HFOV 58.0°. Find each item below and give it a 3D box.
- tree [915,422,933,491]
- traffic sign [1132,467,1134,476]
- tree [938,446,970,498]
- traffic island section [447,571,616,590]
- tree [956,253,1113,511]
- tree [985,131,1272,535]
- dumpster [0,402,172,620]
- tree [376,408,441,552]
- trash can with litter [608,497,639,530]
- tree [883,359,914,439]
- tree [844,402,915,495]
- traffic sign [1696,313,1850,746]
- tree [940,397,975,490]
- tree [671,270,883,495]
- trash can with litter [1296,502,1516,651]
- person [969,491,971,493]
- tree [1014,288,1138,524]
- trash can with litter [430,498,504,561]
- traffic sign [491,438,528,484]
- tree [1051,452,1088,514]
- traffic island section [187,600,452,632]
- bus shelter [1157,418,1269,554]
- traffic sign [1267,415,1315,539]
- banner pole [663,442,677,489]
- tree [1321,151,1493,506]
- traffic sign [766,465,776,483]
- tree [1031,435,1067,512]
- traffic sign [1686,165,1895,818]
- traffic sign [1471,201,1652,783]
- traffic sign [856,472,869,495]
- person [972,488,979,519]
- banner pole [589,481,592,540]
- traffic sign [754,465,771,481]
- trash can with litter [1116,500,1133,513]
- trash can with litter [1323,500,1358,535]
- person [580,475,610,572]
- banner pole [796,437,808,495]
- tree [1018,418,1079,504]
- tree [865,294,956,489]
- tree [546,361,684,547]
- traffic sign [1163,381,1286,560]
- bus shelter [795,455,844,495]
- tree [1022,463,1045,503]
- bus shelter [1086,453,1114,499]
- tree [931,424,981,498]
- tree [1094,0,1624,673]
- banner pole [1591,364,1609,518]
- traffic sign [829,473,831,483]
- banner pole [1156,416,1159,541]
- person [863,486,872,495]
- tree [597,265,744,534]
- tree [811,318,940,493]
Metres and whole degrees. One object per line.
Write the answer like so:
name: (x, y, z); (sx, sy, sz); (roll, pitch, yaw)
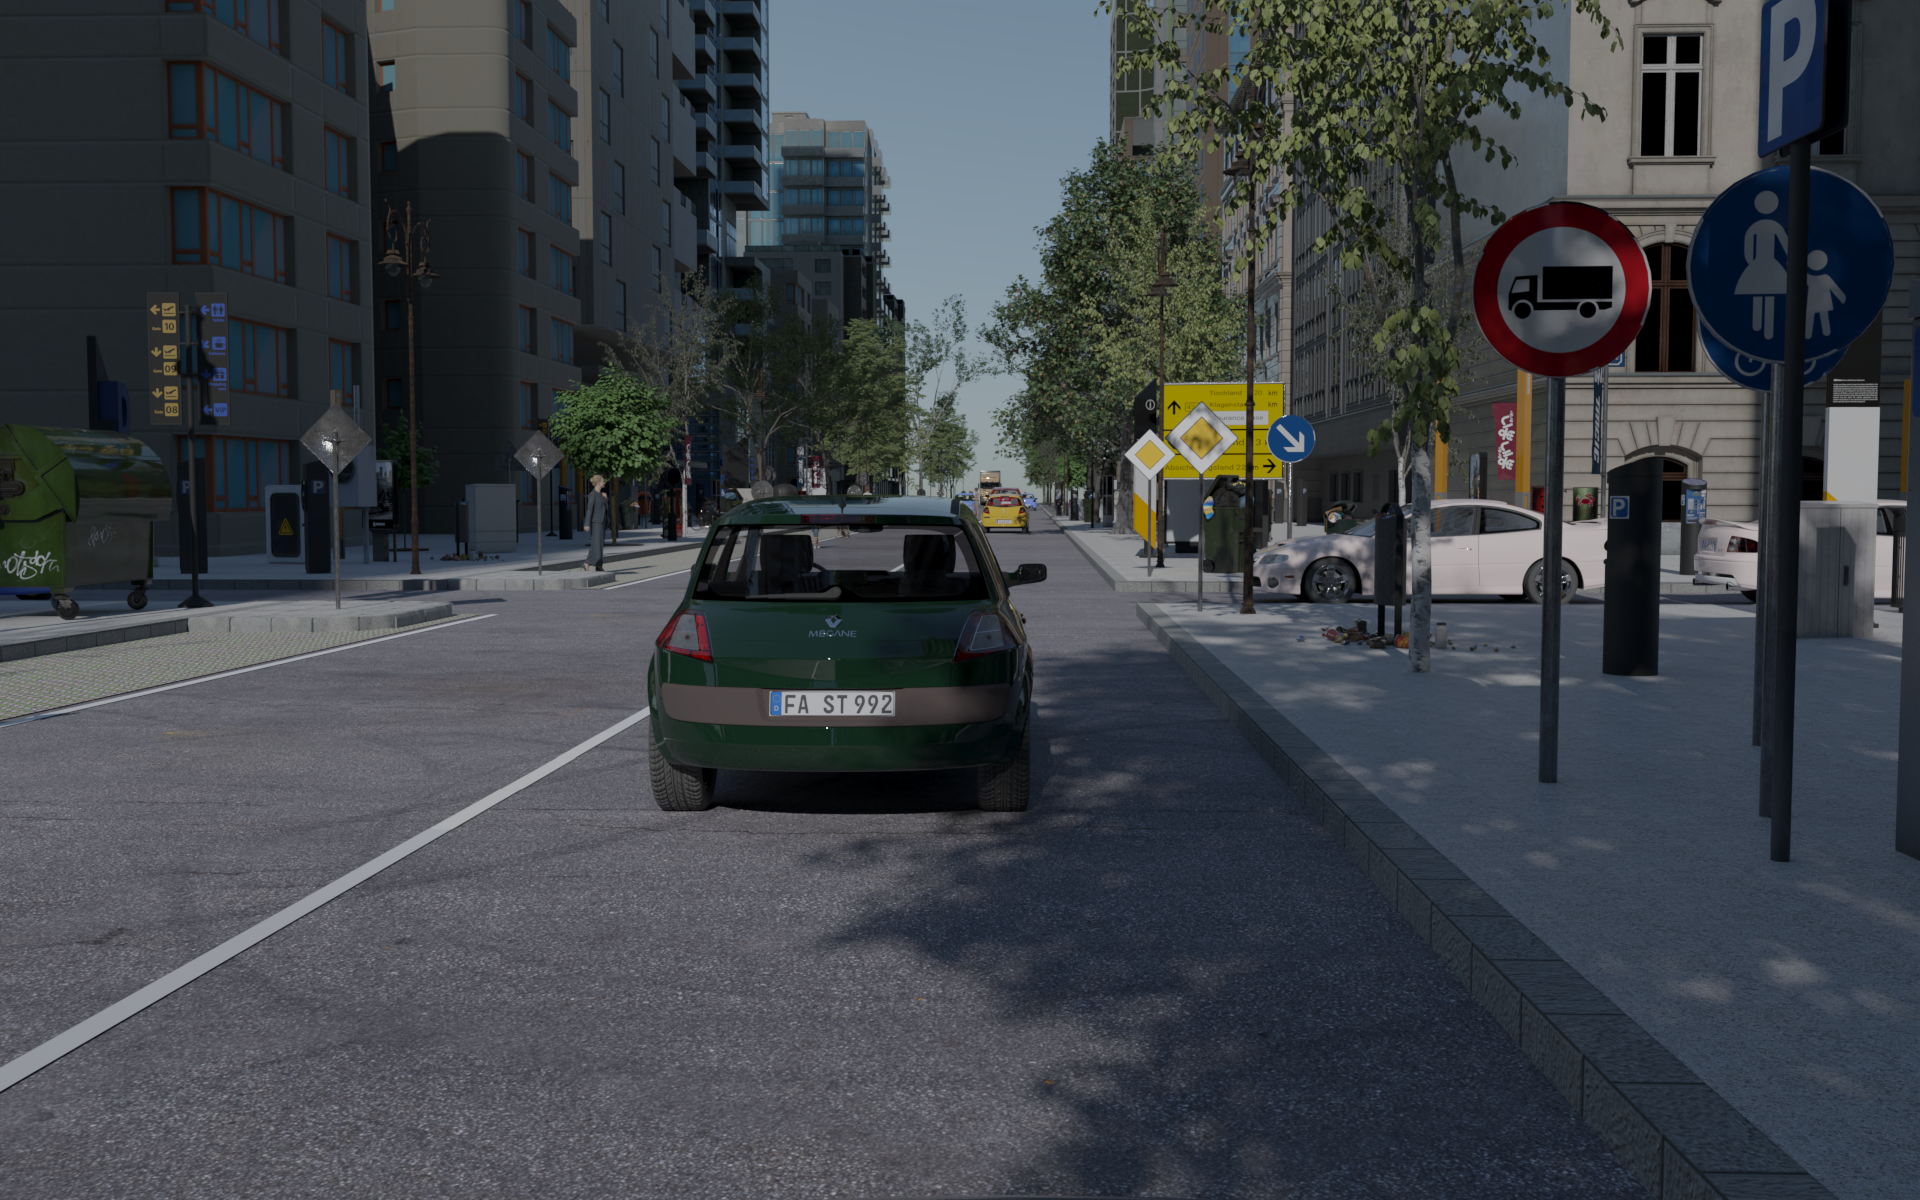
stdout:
tree: (-4.392, -11.160, 132.826); (4.737, 8.622, 4.395); (0, 3, 0)
traffic sign: (7.108, -4.131, 67.654); (0.768, 2.556, 0.104); (1, 4, 9)
tree: (-0.608, -18.497, 252.785); (4.360, 8.622, 3.978); (0, 3, 0)
traffic island section: (-6.629, -0.305, 27.263); (2.009, 0.180, 2.903); (0, 4, 2)
tree: (6.973, -16.888, 132.008); (12.611, 20.169, 13.585); (0, 3, 0)
tree: (5.375, -8.437, 54.945); (9.611, 12.733, 9.660); (0, 3, 0)
dumpster: (-9.535, -0.968, 18.326); (1.502, 2.255, 1.985); (0, 4, 2)
tree: (-12.625, -2.711, 38.927); (1.663, 3.219, 1.824); (0, 3, 0)
trash can with litter: (-11.945, -3.063, 61.463); (0.624, 1.170, 1.055); (2, 4, 34)
tree: (-6.484, -9.248, 85.625); (8.767, 10.594, 7.601); (0, 4, -8)
tree: (-6.118, -10.410, 120.568); (4.737, 8.622, 4.395); (0, 3, 0)
traffic sign: (4.089, -0.530, 8.766); (0.768, 2.556, 0.104); (0, 4, 6)
tree: (-2.101, -17.376, 202.228); (7.486, 12.596, 7.792); (0, 3, 0)
tree: (-8.087, -8.390, 71.587); (8.767, 10.594, 7.601); (0, 4, 3)
trash can with litter: (3.753, -0.249, 15.134); (1.678, 1.210, 2.233); (0, 4, -2)
person: (0.947, -9.393, 162.797); (1.217, 1.735, 0.721); (-1, 4, -14)
tree: (6.106, -8.577, 74.643); (7.601, 10.594, 8.767); (3, 5, 43)
trash can with litter: (-9.557, -1.405, 34.033); (1.678, 1.210, 2.233); (0, 4, 2)
traffic sign: (-10.352, -2.433, 39.791); (0.884, 2.594, 0.081); (1, 4, 8)
tree: (7.572, -7.893, 112.767); (4.285, 4.588, 4.351); (0, 3, 0)
traffic island section: (-6.944, 0.183, 19.284); (2.009, 0.180, 2.903); (0, 4, 2)
bus shelter: (5.108, -2.508, 34.926); (2.014, 3.302, 5.546); (0, 4, 2)
traffic sign: (5.330, -1.704, 27.969); (0.768, 2.556, 0.104); (0, 4, 5)
banner pole: (-13.861, -5.697, 83.164); (0.863, 3.779, 0.401); (1, 4, 15)
tree: (9.521, -5.285, 36.767); (4.360, 8.622, 3.978); (0, 3, 0)
traffic sign: (-8.541, -4.698, 76.916); (0.768, 2.556, 0.104); (0, 4, 6)
tree: (6.944, -10.518, 122.335); (4.360, 8.622, 3.978); (0, 3, 0)
traffic sign: (3.224, -0.410, 6.815); (0.768, 2.556, 0.104); (0, 4, 7)
traffic sign: (2.622, -0.461, 7.644); (0.768, 2.556, 0.104); (0, 4, 5)
traffic sign: (-5.755, -6.239, 102.118); (0.768, 2.556, 0.104); (0, 4, 7)
person: (0.829, -5.121, 92.563); (0.374, 1.781, 0.599); (-1, 4, -12)
banner pole: (-10.258, -3.575, 48.466); (0.401, 3.779, 0.863); (-2, 4, -28)
traffic sign: (-8.728, -4.675, 76.548); (0.768, 2.556, 0.104); (1, 4, 9)
trash can with litter: (6.583, -3.489, 68.425); (0.624, 1.170, 1.055); (1, 4, 19)
trash can with litter: (6.552, -1.173, 30.564); (0.624, 1.170, 1.055); (-1, 4, -17)
person: (-6.533, -1.350, 30.986); (0.534, 1.772, 0.576); (-1, 4, -13)
banner pole: (-6.924, -5.290, 76.511); (0.863, 3.779, 0.401); (3, 5, 41)
tree: (12.590, -19.410, 243.104); (9.928, 11.665, 9.643); (0, 3, 0)
tree: (-2.469, -18.794, 163.171); (12.611, 20.169, 13.585); (0, 3, 0)
tree: (-8.517, -3.622, 42.934); (4.285, 4.588, 4.351); (0, 3, 0)
traffic sign: (4.746, -2.297, 31.433); (2.265, 3.308, 0.079); (1, 4, 12)
bus shelter: (-7.538, -6.069, 93.155); (2.014, 3.302, 5.546); (0, 4, 2)
tree: (12.693, -20.522, 253.656); (7.486, 12.596, 7.792); (0, 3, 0)
bus shelter: (7.523, -6.335, 94.852); (1.731, 3.624, 6.357); (0, 4, 2)
tree: (-1.119, -19.546, 245.336); (9.928, 11.665, 9.643); (0, 3, 0)
tree: (3.081, -3.784, 12.231); (4.737, 8.622, 4.395); (0, 3, 0)
banner pole: (10.013, -2.269, 27.108); (0.401, 3.779, 0.863); (3, 4, 37)
traffic sign: (-7.631, -5.967, 97.671); (0.768, 2.556, 0.104); (0, 4, 3)
banner pole: (5.422, -3.518, 47.536); (0.401, 3.779, 0.863); (-2, 4, -26)
person: (-3.595, -3.635, 68.502); (0.480, 1.755, 0.524); (1, 4, 16)
tree: (-9.018, -6.407, 55.118); (4.360, 8.622, 3.978); (0, 3, 0)
tree: (-6.045, -11.871, 112.219); (7.486, 12.596, 7.792); (0, 3, 0)
